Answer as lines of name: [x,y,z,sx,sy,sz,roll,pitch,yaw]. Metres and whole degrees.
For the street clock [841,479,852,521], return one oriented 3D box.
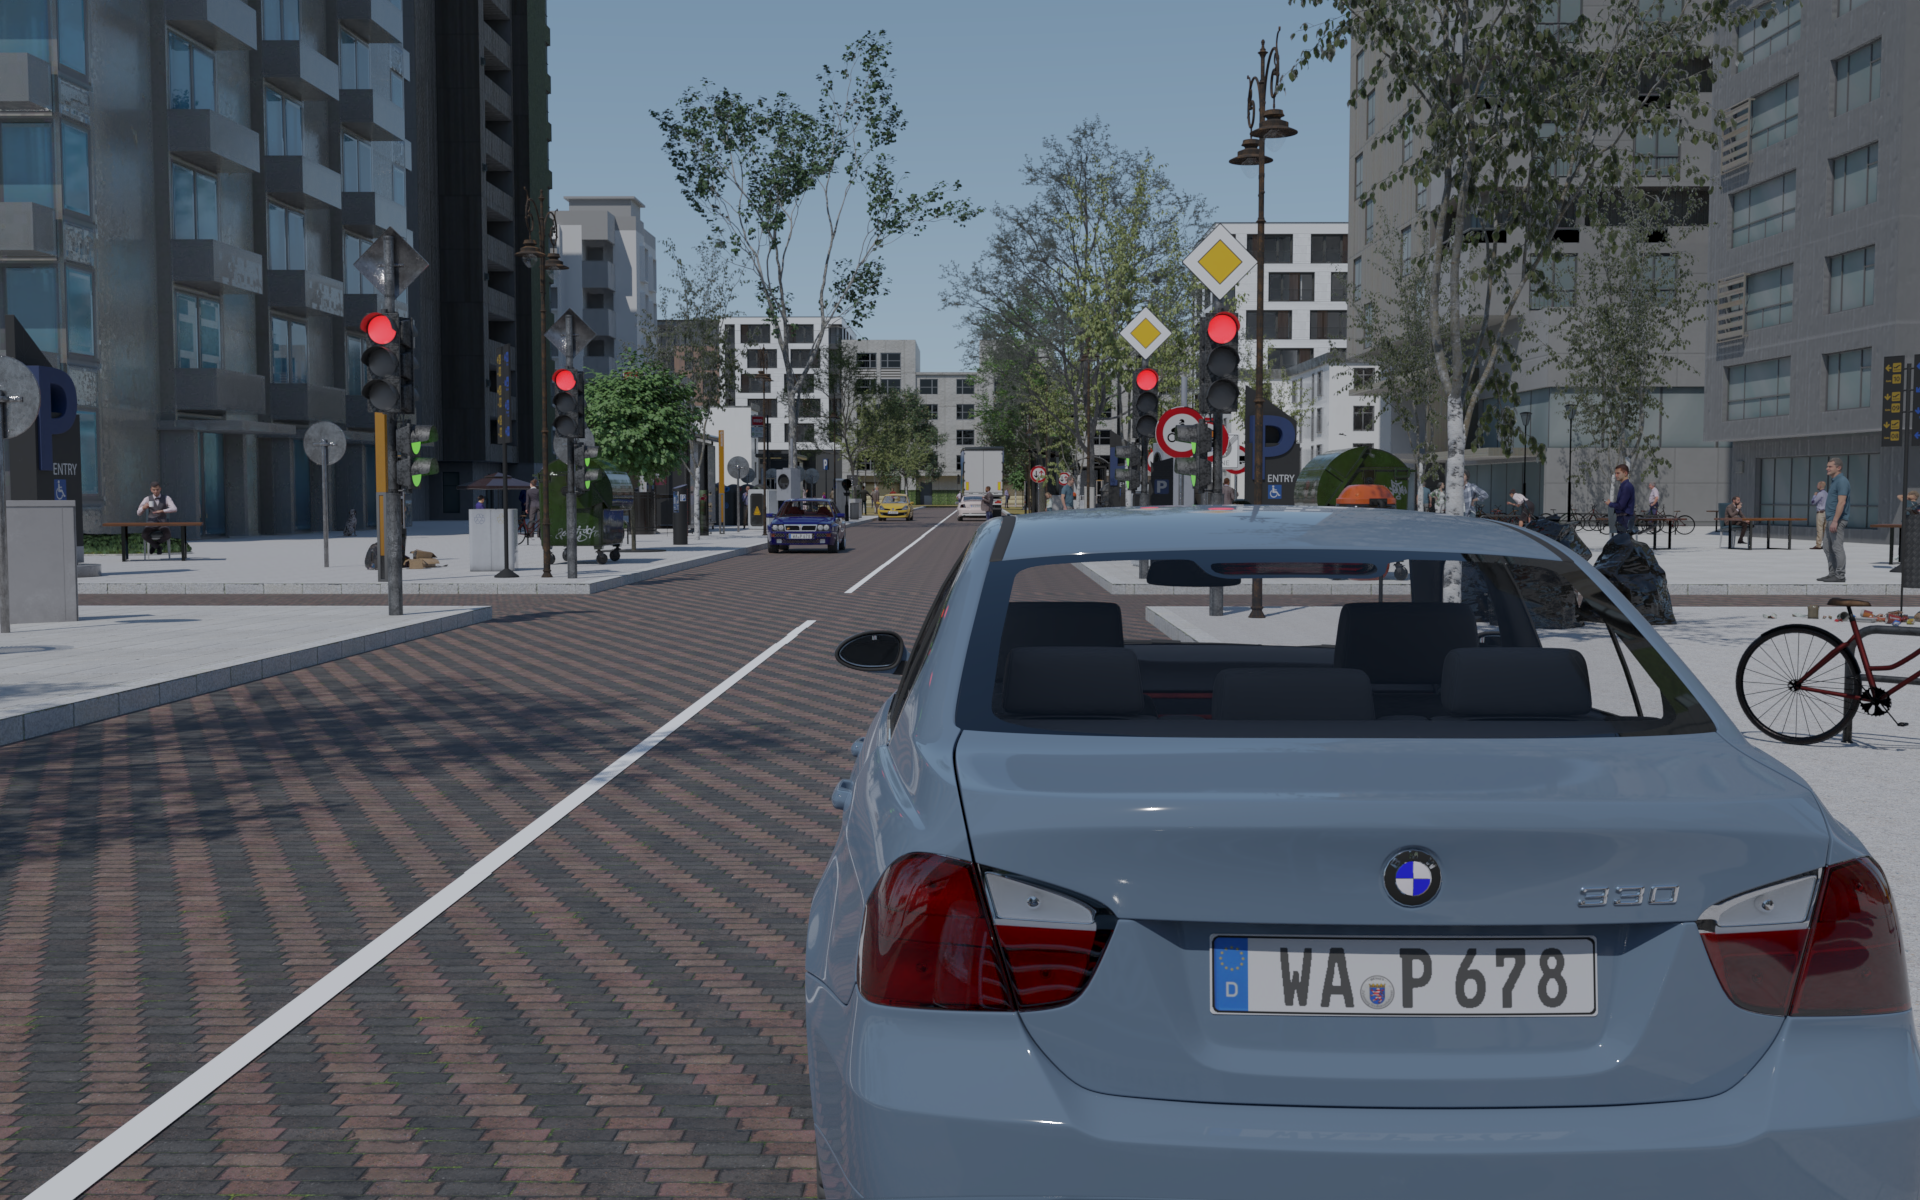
street clock: [-5.319,-4.697,81.366,0.471,2.002,0.358,-1,4,-11]

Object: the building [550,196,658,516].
building: [-27.222,-15.398,108.177,16.016,20.091,11.380,0,4,1]

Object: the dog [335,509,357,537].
dog: [-18.605,-2.331,52.497,0.800,0.831,0.513,-3,5,-42]

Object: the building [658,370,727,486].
building: [-24.072,-11.399,128.519,9.099,9.664,28.070,0,4,1]

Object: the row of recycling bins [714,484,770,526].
row of recycling bins: [-8.999,-3.882,70.580,3.534,1.692,1.069,3,5,41]

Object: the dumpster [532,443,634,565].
dumpster: [-7.002,-1.816,32.193,1.502,2.255,1.985,0,4,1]

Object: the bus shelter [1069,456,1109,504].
bus shelter: [7.094,-6.180,94.961,2.014,3.302,5.546,0,4,1]

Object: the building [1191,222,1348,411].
building: [33.229,-18.505,146.532,27.936,21.610,32.646,0,4,1]

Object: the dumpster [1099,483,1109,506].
dumpster: [7.750,-5.016,87.777,1.264,1.857,1.865,0,4,1]

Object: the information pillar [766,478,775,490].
information pillar: [-8.851,-4.675,80.924,0.304,2.012,0.304,3,4,38]

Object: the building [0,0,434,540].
building: [-31.264,-26.567,53.983,23.786,49.044,30.456,0,4,1]

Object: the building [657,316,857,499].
building: [-29.695,-22.588,213.287,32.646,21.610,27.936,0,4,1]

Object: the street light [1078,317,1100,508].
street light: [3.365,-4.438,45.352,0.468,5.910,1.993,0,4,1]

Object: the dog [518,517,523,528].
dog: [-16.803,-2.976,65.491,0.540,0.507,0.406,-2,4,-34]

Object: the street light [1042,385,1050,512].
street light: [3.665,-6.146,73.283,0.468,5.910,1.993,0,4,1]

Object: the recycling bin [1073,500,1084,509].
recycling bin: [5.025,-3.706,73.148,0.722,1.027,0.722,1,4,16]

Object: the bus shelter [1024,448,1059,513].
bus shelter: [4.351,-6.153,91.890,1.731,3.624,6.357,0,4,1]

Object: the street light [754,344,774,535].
street light: [-6.048,-4.939,53.542,0.468,5.910,1.993,0,4,1]

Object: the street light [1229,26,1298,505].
street light: [3.080,-2.752,17.781,0.468,5.910,1.993,0,4,1]

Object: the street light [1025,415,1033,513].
street light: [4.045,-7.829,100.797,0.468,5.910,1.993,0,4,1]

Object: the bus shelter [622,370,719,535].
bus shelter: [-9.792,-4.958,58.690,2.179,5.291,8.768,0,4,1]

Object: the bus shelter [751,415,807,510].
bus shelter: [-9.520,-6.920,90.781,2.179,5.291,8.768,0,4,1]

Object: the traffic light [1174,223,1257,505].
traffic light: [2.683,-1.788,18.149,0.839,4.253,0.868,0,4,1]

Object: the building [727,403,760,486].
building: [-33.110,-13.348,160.381,28.070,9.664,9.099,0,4,1]

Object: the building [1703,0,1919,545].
building: [29.449,-22.094,44.828,14.086,41.232,14.154,0,4,1]

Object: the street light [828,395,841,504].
street light: [-5.830,-6.596,80.628,0.468,5.910,1.993,0,4,1]

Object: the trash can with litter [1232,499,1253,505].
trash can with litter: [6.817,-1.841,41.490,0.624,1.170,1.055,2,4,31]

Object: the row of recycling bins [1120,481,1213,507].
row of recycling bins: [6.370,-2.788,52.698,3.534,1.692,1.069,-2,4,-31]

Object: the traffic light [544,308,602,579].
traffic light: [-5.873,-2.281,26.208,0.839,4.253,0.868,0,4,1]

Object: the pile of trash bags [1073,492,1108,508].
pile of trash bags: [5.740,-4.097,76.733,1.912,1.369,3.447,-2,4,-33]

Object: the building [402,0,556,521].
building: [-28.984,-19.249,86.426,14.160,30.474,14.107,0,4,1]

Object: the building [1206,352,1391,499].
building: [22.671,-10.667,116.548,9.099,9.664,28.070,0,4,1]

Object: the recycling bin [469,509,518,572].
recycling bin: [-7.797,-1.004,28.976,0.722,1.027,0.722,-1,4,-9]

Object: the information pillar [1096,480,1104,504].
information pillar: [7.433,-5.353,92.016,0.304,2.012,0.304,1,4,22]

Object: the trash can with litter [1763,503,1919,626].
trash can with litter: [9.385,-0.396,17.525,2.233,1.210,1.678,2,4,30]

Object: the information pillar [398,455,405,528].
information pillar: [-10.762,-1.736,32.869,0.304,2.012,0.304,2,4,29]

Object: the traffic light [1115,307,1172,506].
traffic light: [2.768,-2.276,26.133,0.839,4.253,0.868,0,4,1]

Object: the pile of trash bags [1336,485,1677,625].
pile of trash bags: [5.234,-0.454,17.168,3.447,1.369,1.912,-1,4,-21]

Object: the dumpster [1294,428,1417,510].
dumpster: [6.013,-1.463,26.410,1.502,2.255,1.985,0,4,1]

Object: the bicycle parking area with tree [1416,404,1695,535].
bicycle parking area with tree: [19.480,-4.344,58.025,9.016,4.147,8.231,1,4,16]

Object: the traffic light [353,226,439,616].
traffic light: [-5.958,-1.792,18.224,0.839,4.253,0.868,0,4,1]

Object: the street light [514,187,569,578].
street light: [-6.350,-3.283,26.457,0.468,5.910,1.993,0,4,1]

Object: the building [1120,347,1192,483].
building: [34.366,-20.876,207.776,31.486,18.905,16.747,0,4,1]

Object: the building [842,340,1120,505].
building: [2.303,-20.815,206.780,31.486,18.905,16.747,0,4,1]

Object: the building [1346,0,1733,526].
building: [34.433,-30.064,80.785,28.713,52.752,27.495,0,4,1]

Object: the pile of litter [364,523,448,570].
pile of litter: [-9.559,-0.978,29.949,1.176,0.858,1.719,3,4,38]

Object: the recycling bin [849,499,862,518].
recycling bin: [-5.670,-4.838,91.659,0.722,1.027,0.722,2,4,29]

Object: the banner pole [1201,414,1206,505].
banner pole: [4.406,-2.526,31.312,0.401,3.779,0.863,0,4,6]
